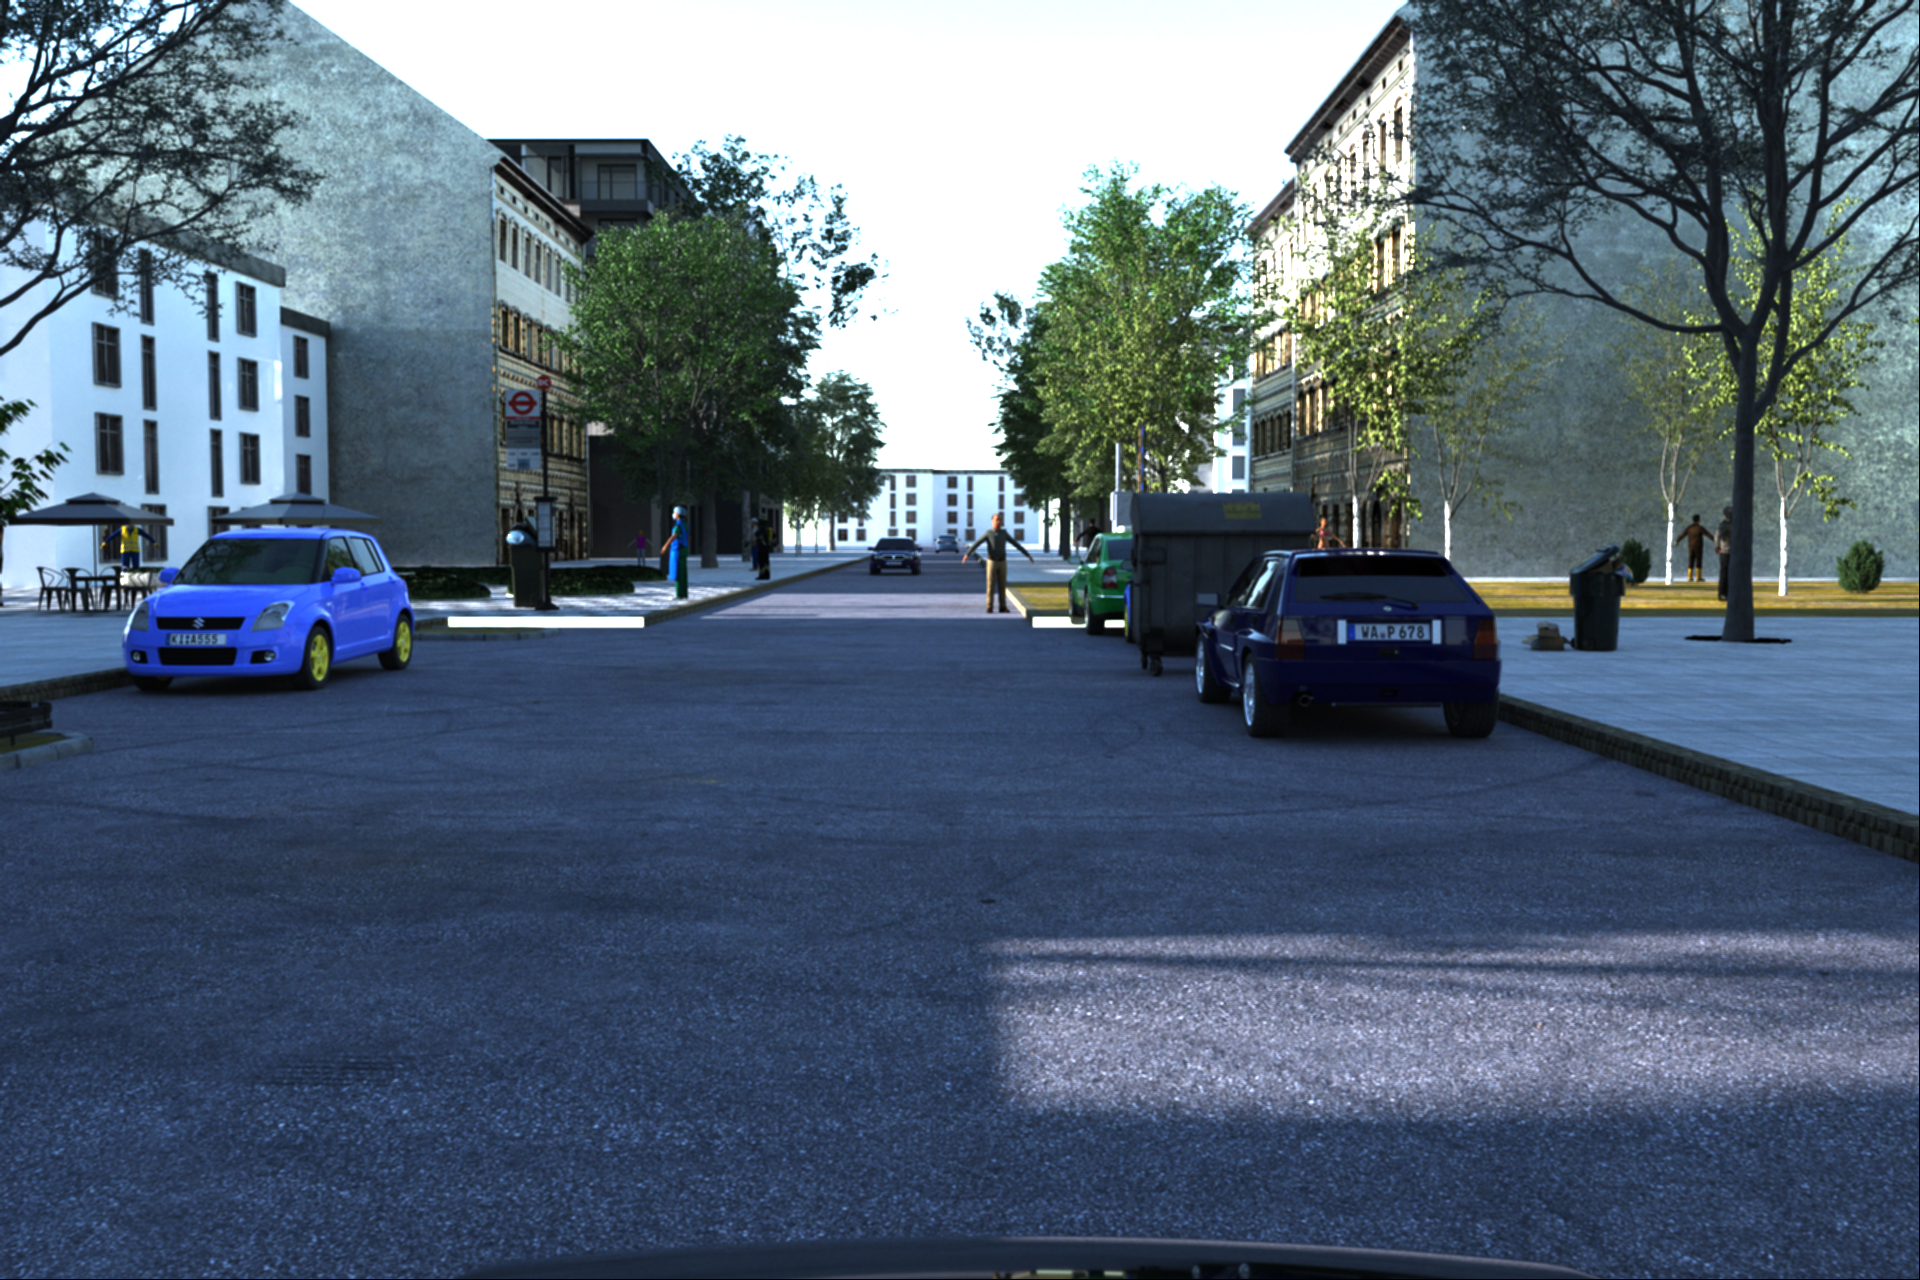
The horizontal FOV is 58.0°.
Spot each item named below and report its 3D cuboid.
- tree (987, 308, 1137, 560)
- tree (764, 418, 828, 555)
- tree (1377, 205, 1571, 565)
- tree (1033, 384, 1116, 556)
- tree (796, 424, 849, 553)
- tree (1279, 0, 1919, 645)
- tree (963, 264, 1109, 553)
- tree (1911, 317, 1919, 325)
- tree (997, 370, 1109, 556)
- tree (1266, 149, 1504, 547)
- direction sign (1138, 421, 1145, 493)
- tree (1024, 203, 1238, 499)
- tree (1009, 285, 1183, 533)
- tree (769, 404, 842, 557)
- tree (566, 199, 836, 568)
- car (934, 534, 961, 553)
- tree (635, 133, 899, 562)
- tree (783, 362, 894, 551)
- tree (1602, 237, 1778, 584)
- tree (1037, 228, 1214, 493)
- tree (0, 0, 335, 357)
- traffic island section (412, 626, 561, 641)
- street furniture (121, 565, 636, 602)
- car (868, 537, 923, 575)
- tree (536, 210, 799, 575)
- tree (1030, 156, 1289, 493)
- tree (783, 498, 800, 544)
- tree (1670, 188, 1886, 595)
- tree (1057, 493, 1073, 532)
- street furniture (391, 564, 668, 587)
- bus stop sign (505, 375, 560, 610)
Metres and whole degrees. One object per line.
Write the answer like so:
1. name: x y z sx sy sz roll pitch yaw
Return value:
1. tree: 4.862 -10.204 84.955 7.486 12.596 7.792 0 3 0
2. tree: -9.763 -9.542 106.376 4.360 8.622 3.978 0 3 0
3. tree: 11.094 -5.445 39.390 4.360 8.622 3.978 0 3 0
4. tree: 5.265 -7.800 77.885 4.737 8.622 4.395 0 3 0
5. tree: -9.618 -10.183 116.851 4.737 8.622 4.395 0 3 0
6. tree: 9.415 -6.730 20.402 12.009 13.543 11.850 0 3 0
7. tree: 7.399 -16.105 119.208 12.611 20.169 13.585 0 3 0
8. tree: 27.097 -7.586 42.152 7.486 12.596 7.792 0 3 0
9. tree: 5.643 -11.273 102.437 7.486 12.596 7.792 0 3 0
10. tree: 7.929 -5.082 33.453 4.737 8.622 4.395 0 3 0
11. direction sign: 3.695 -2.650 35.330 0.379 3.537 0.876 0 4 -1
12. tree: 5.863 -8.635 59.315 7.486 12.596 7.792 0 3 0
13. tree: 5.620 -8.822 69.993 9.928 11.665 9.643 0 3 0
14. tree: -9.069 -9.040 98.166 4.737 8.622 4.395 0 3 0
15. tree: -9.584 -9.690 65.090 9.857 13.997 8.962 0 3 0
16. car: -0.953 -7.200 129.720 2.014 1.417 4.499 0 4 0
17. tree: -9.233 -13.739 80.524 12.611 20.169 13.585 0 3 0
18. tree: -9.662 -13.679 130.305 9.857 13.997 8.962 0 3 0
19. tree: 17.883 -5.725 43.960 4.360 8.622 3.978 0 3 0
20. tree: 4.160 -5.541 40.950 4.737 8.622 4.395 0 3 0
21. tree: -12.458 -6.759 20.887 12.009 13.543 11.850 0 3 0
22. traffic island section: -6.702 -0.085 24.262 1.991 0.108 1.994 0 4 1
23. street furniture: -12.128 -1.242 35.927 10.072 0.657 5.734 1 4 15
24. car: -2.293 -3.013 61.845 1.945 1.354 3.894 0 4 0
25. tree: -9.187 -7.875 54.508 9.928 11.665 9.643 0 3 0
26. tree: 5.591 -7.499 48.365 9.928 11.665 9.643 0 3 0
27. tree: -21.666 -16.640 222.432 4.737 8.622 4.395 0 3 0
28. tree: 17.177 -5.242 36.063 4.737 8.622 4.395 0 3 0
29. tree: 14.375 -16.445 219.237 4.737 8.622 4.395 0 3 0
30. street furniture: -12.416 -1.746 44.168 10.072 0.657 5.734 -1 4 -15
31. bus stop sign: -7.205 -2.476 29.189 0.855 3.939 0.416 0 4 -1
